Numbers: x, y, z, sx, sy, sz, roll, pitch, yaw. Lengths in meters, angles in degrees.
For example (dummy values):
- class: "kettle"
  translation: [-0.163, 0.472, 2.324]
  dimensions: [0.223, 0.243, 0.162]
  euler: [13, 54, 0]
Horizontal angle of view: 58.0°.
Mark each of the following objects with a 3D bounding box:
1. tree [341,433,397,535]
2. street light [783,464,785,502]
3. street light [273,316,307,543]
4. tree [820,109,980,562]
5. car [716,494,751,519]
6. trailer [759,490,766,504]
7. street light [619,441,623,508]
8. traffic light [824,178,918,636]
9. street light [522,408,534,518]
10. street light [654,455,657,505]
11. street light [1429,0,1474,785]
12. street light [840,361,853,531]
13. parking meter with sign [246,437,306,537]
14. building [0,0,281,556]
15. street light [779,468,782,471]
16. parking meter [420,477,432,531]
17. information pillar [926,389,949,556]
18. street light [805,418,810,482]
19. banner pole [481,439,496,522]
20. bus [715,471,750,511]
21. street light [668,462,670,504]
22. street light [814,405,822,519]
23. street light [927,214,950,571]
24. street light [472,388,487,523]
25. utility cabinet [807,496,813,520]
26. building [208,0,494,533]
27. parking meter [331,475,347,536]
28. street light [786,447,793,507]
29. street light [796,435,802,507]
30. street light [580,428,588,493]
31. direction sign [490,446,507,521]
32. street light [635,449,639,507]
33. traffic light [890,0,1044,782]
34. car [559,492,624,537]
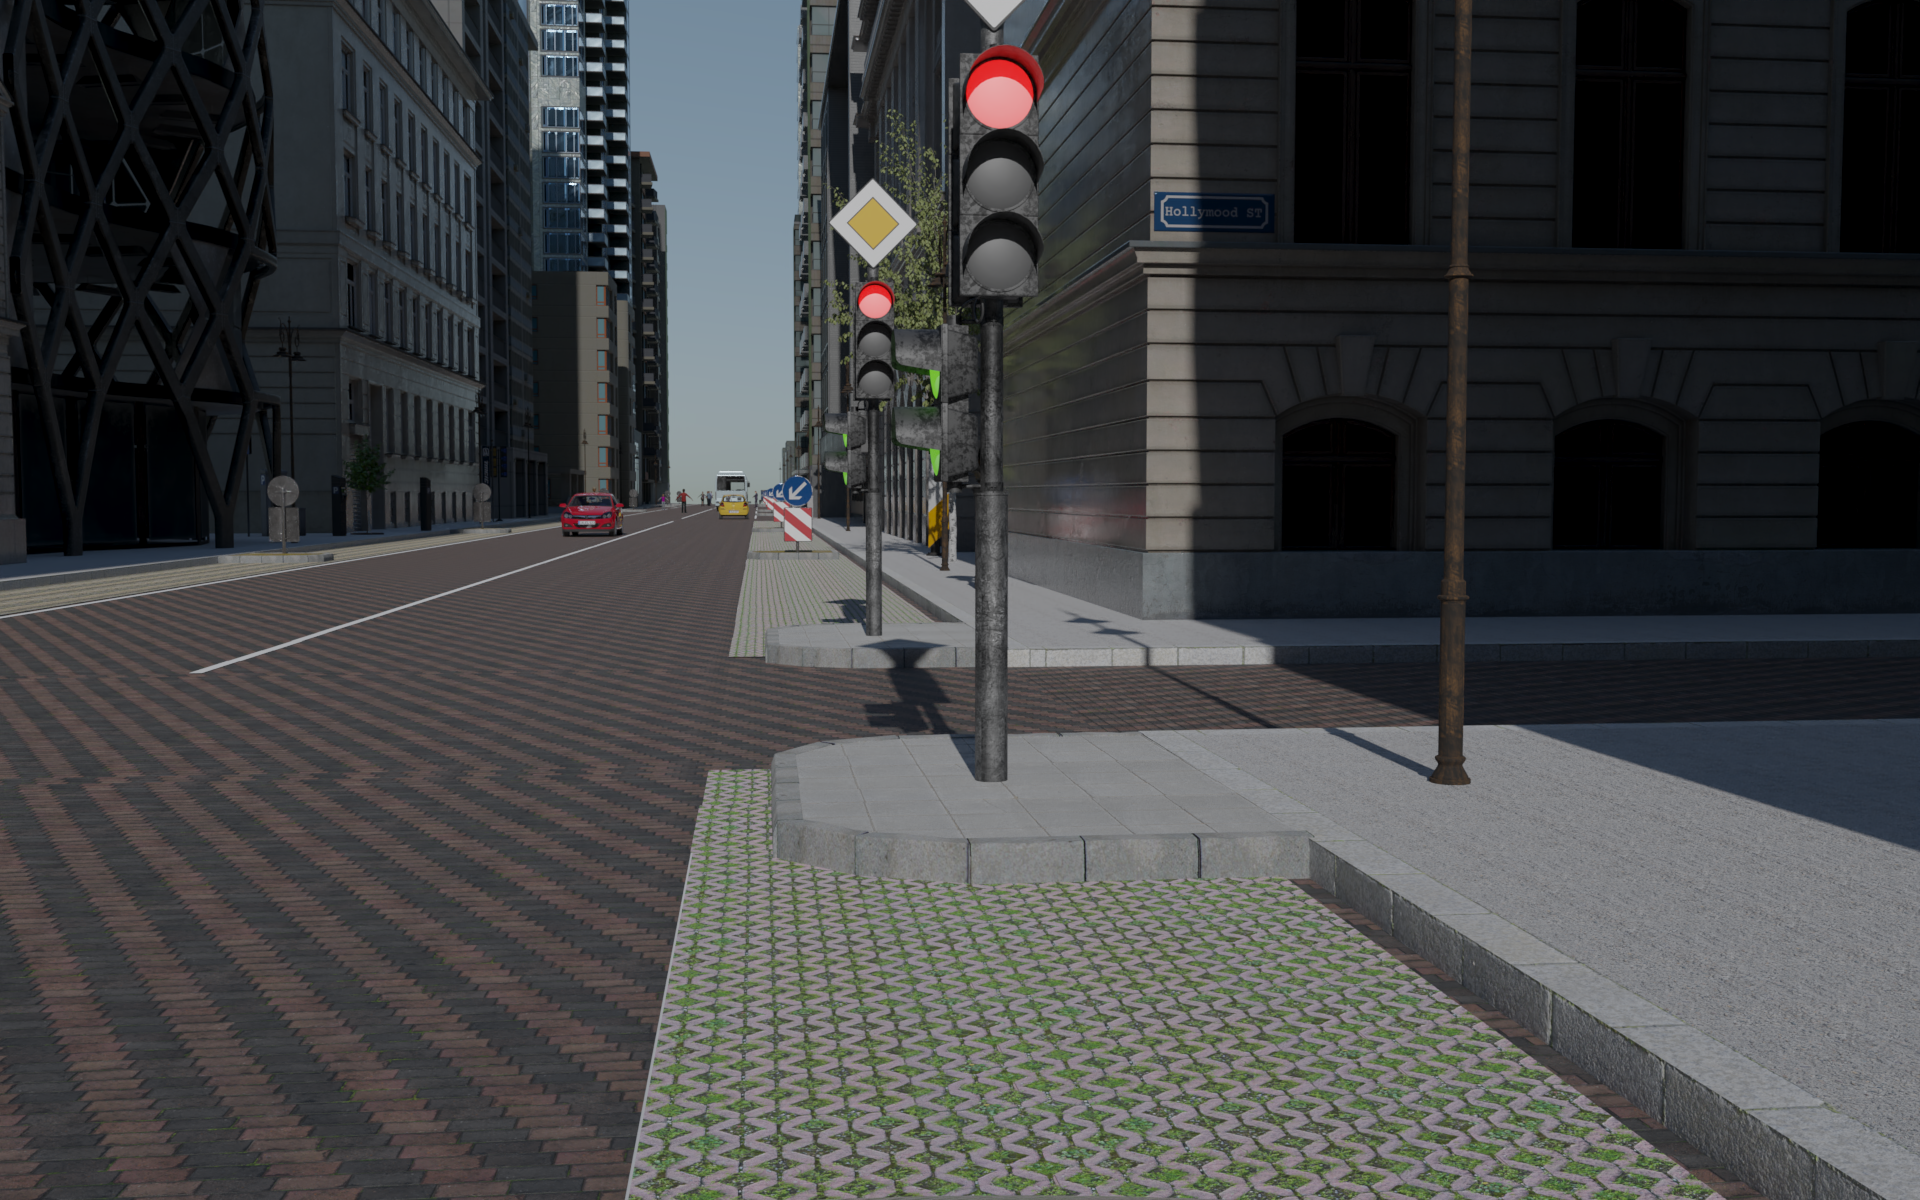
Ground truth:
- class: "tree"
  translation: [-18.690, -3.688, 54.903]
  dimensions: [1.663, 3.219, 1.824]
  euler: [0, 3, 0]
- class: "street light"
  translation: [-18.602, -13.089, 186.790]
  dimensions: [0.468, 5.910, 1.993]
  euler: [0, 4, -7]
- class: "street light"
  translation: [-17.428, -4.427, 45.170]
  dimensions: [0.468, 5.910, 1.993]
  euler: [0, 4, -7]
- class: "tree"
  translation: [-0.357, -5.026, 32.534]
  dimensions: [4.737, 8.622, 4.395]
  euler: [0, 3, 0]
- class: "car"
  translation: [-13.005, -5.461, 99.515]
  dimensions: [2.015, 1.641, 3.980]
  euler: [0, 4, -8]
- class: "trailer"
  translation: [-27.407, -14.412, 242.686]
  dimensions: [1.471, 1.999, 3.904]
  euler: [0, 4, -6]
- class: "street light"
  translation: [-29.822, -10.980, 152.309]
  dimensions: [0.468, 5.910, 1.993]
  euler: [0, 4, -7]
- class: "traffic light"
  translation: [-0.798, -1.631, 15.593]
  dimensions: [0.839, 4.253, 0.868]
  euler: [0, 4, -7]
- class: "street light"
  translation: [-22.784, -7.261, 91.497]
  dimensions: [0.468, 5.910, 1.993]
  euler: [0, 4, -7]
- class: "street light"
  translation: [-35.740, -14.114, 203.553]
  dimensions: [0.468, 5.910, 1.993]
  euler: [0, 4, -7]
- class: "street light"
  translation: [2.182, -2.125, 7.533]
  dimensions: [0.468, 5.910, 1.993]
  euler: [0, 4, -7]
- class: "street light"
  translation: [-3.867, -5.317, 59.726]
  dimensions: [0.468, 5.910, 1.993]
  euler: [0, 4, -7]
- class: "parking meter with sign"
  translation: [-20.821, -3.447, 52.618]
  dimensions: [1.738, 3.016, 0.543]
  euler: [-3, 5, -45]
- class: "building"
  translation: [-25.440, -10.590, 40.604]
  dimensions: [16.820, 18.784, 16.811]
  euler: [0, 4, -7]
- class: "street light"
  translation: [-22.153, -15.002, 218.065]
  dimensions: [0.468, 5.910, 1.993]
  euler: [0, 4, -7]
- class: "parking meter"
  translation: [-18.641, -3.347, 60.429]
  dimensions: [0.255, 1.863, 0.399]
  euler: [1, 4, 9]
- class: "information pillar"
  translation: [-0.436, -2.720, 35.829]
  dimensions: [0.504, 3.616, 0.183]
  euler: [2, 4, 24]
- class: "street light"
  translation: [-9.180, -8.108, 105.347]
  dimensions: [0.468, 5.910, 1.993]
  euler: [0, 4, -7]
- class: "banner pole"
  translation: [-21.404, -5.423, 78.689]
  dimensions: [0.401, 3.779, 0.863]
  euler: [2, 4, 29]
- class: "bus"
  translation: [-19.263, -9.273, 146.471]
  dimensions: [2.948, 3.499, 13.247]
  euler: [0, 4, -7]
- class: "street light"
  translation: [-39.251, -15.966, 233.838]
  dimensions: [0.468, 5.910, 1.993]
  euler: [0, 4, -7]
- class: "street light"
  translation: [-7.341, -7.170, 90.015]
  dimensions: [0.468, 5.910, 1.993]
  euler: [0, 4, -7]
- class: "street light"
  translation: [-0.253, -3.426, 28.808]
  dimensions: [0.468, 5.910, 1.993]
  euler: [0, 4, -7]
- class: "street light"
  translation: [-20.925, -6.283, 75.511]
  dimensions: [0.468, 5.910, 1.993]
  euler: [0, 4, -7]
- class: "utility cabinet"
  translation: [-7.391, -4.550, 85.546]
  dimensions: [0.306, 1.237, 1.020]
  euler: [0, 4, -6]
- class: "building"
  translation: [-29.046, -14.441, 69.398]
  dimensions: [16.112, 22.955, 30.059]
  euler: [0, 4, -7]
- class: "parking meter"
  translation: [-18.931, -2.881, 52.815]
  dimensions: [0.399, 1.863, 0.255]
  euler: [1, 4, 21]
- class: "street light"
  translation: [-16.214, -11.828, 166.175]
  dimensions: [0.468, 5.910, 1.993]
  euler: [0, 4, -7]
- class: "street light"
  translation: [-12.622, -9.960, 135.639]
  dimensions: [0.468, 5.910, 1.993]
  euler: [0, 4, -7]
- class: "street light"
  translation: [-26.405, -9.127, 122.013]
  dimensions: [0.468, 5.910, 1.993]
  euler: [0, 4, -7]
- class: "direction sign"
  translation: [-21.743, -5.484, 81.667]
  dimensions: [0.876, 3.537, 0.379]
  euler: [-3, 5, -44]
- class: "street light"
  translation: [-32.259, -12.257, 173.186]
  dimensions: [0.468, 5.910, 1.993]
  euler: [0, 4, -7]
- class: "traffic light"
  translation: [0.122, -1.146, 7.661]
  dimensions: [0.839, 4.253, 0.868]
  euler: [0, 4, -7]
- class: "car"
  translation: [-12.608, -3.086, 59.502]
  dimensions: [2.155, 1.783, 4.494]
  euler: [0, 4, -6]
